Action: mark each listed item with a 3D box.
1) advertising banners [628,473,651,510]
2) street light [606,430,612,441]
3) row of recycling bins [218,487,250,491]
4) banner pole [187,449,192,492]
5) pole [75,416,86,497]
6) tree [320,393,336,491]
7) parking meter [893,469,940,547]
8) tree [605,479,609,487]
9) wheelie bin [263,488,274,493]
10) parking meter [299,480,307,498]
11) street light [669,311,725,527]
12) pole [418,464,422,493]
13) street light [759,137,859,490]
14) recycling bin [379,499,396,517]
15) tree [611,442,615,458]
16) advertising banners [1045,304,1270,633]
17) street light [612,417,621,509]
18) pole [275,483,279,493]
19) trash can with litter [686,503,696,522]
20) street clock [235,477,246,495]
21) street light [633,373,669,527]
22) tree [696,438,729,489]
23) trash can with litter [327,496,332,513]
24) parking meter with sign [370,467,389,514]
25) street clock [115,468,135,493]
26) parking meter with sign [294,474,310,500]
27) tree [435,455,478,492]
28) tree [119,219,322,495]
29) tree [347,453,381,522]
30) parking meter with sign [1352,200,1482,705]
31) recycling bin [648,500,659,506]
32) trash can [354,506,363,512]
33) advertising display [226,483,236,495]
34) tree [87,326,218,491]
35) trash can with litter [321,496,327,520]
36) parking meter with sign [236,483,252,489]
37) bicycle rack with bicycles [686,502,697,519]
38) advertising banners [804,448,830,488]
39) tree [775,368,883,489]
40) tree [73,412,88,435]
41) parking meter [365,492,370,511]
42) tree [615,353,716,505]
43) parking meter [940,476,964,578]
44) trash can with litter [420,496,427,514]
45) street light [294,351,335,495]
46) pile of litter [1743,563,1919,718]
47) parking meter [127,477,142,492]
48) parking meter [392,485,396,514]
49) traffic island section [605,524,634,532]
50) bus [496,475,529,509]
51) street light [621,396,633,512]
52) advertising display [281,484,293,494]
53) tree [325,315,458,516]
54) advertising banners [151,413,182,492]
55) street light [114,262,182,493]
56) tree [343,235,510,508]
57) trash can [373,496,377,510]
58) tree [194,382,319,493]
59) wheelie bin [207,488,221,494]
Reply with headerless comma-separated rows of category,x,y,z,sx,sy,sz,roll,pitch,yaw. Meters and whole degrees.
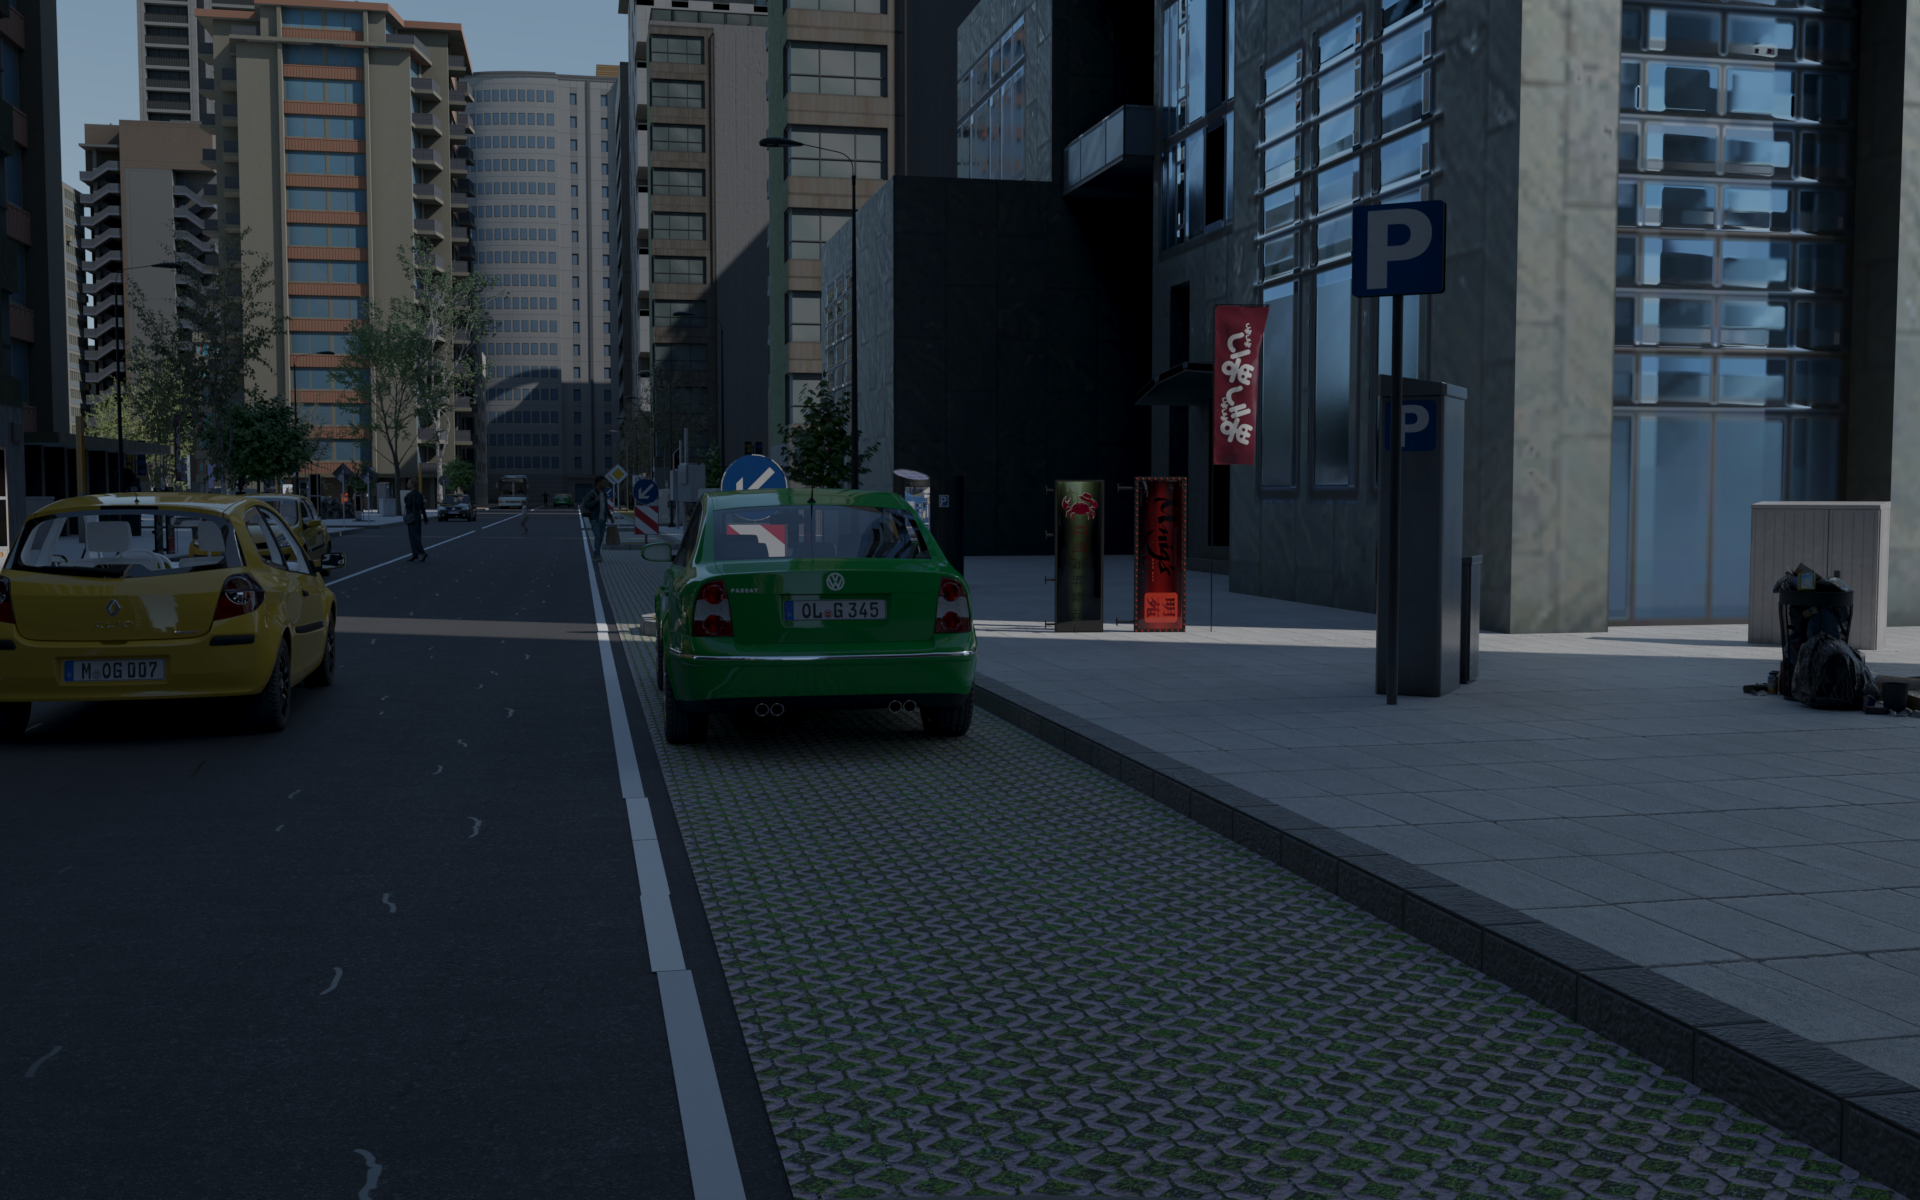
advertising banners,-26.376,-8.963,142.729,2.074,3.025,0.090,0,4,-5
street light,-24.895,-9.419,126.541,1.470,5.913,1.316,-1,4,-12
row of recycling bins,-45.793,-6.245,109.216,1.069,1.692,3.534,1,4,12
banner pole,-43.097,-6.538,96.916,0.401,3.779,0.863,-3,5,-41
pole,-22.997,-3.149,45.336,0.158,3.312,0.155,0,3,0
tree,-44.196,-10.213,117.339,4.360,8.622,3.978,0,3,0
parking meter,-0.486,-0.549,17.384,0.372,1.533,0.369,0,3,0
tree,-45.533,-14.012,223.703,1.663,3.219,1.824,0,3,0
wheelie bin,-38.599,-5.435,96.774,0.693,1.594,0.980,0,4,-1
parking meter,-27.584,-4.100,72.744,0.255,1.863,0.399,-2,4,-29
street light,-6.615,-4.389,44.304,1.470,5.913,1.316,-1,4,-12
pole,-36.639,-7.569,117.598,0.158,3.312,0.155,0,3,0
street light,-1.926,-3.075,22.813,1.470,5.913,1.316,-1,4,-12
recycling bin,-32.538,-5.251,98.401,0.722,1.027,0.722,-2,4,-35
tree,-21.698,-10.417,120.674,4.360,8.622,3.978,0,3,0
advertising banners,1.823,-1.211,15.988,2.074,3.025,0.090,0,4,-4
street light,-20.155,-8.105,105.062,1.470,5.913,1.316,-1,4,-12
pole,-40.046,-6.591,101.612,0.158,3.312,0.155,0,3,0
trash can with litter,-12.044,-4.197,79.679,2.233,1.210,1.678,1,4,15
street clock,-23.996,-3.255,57.787,0.358,2.002,0.471,-3,4,-38
street light,-11.641,-5.745,66.476,1.470,5.913,1.316,-1,4,-12
tree,-8.495,-4.013,60.206,1.663,3.219,1.824,0,3,0
trash can with litter,-47.129,-7.172,128.656,1.055,1.170,0.624,2,4,34
parking meter with sign,-37.513,-7.117,112.621,1.738,3.016,0.543,1,4,11
street clock,-23.151,-2.659,48.052,0.471,2.002,0.358,-2,4,-35
parking meter with sign,-43.128,-7.189,113.797,1.738,3.016,0.543,2,4,32
tree,-41.688,-9.776,143.554,4.285,4.588,4.351,0,3,0
tree,-19.707,-5.825,45.596,4.360,8.622,3.978,0,3,0
tree,-27.859,-5.284,80.990,1.663,3.219,1.824,0,3,0
parking meter with sign,3.014,-0.914,11.206,0.543,3.016,1.738,2,4,27
recycling bin,-13.533,-3.985,77.716,0.722,1.027,0.722,1,4,21
trash can,-41.960,-6.682,120.896,0.748,1.137,0.748,0,3,0
advertising display,-40.867,-5.613,96.992,0.974,1.923,0.123,3,4,36
tree,-35.256,-7.739,76.898,4.737,8.622,4.395,0,3,0
trash can with litter,-35.533,-5.131,95.280,1.055,1.170,0.624,-1,4,-17
parking meter with sign,-56.806,-8.597,136.826,1.738,3.016,0.543,-3,4,-36
bicycle rack with bicycles,-14.227,-4.609,88.732,2.852,0.926,2.925,1,4,10
advertising banners,-3.500,-2.687,40.124,0.090,3.025,2.074,-2,4,-35
tree,-1.987,-1.966,26.740,1.663,3.219,1.824,0,3,0
tree,-60.786,-10.531,122.551,4.737,8.622,4.395,0,3,0
parking meter,-45.934,-7.695,134.224,0.372,1.533,0.369,0,3,0
tree,-15.241,-8.622,91.331,4.360,8.622,3.978,0,3,0
parking meter,-0.131,-0.944,23.844,0.372,1.533,0.369,0,3,0
trash can with litter,-33.966,-5.931,108.357,1.055,1.170,0.624,-2,4,-34
street light,-20.981,-5.119,56.243,1.470,5.913,1.316,-1,4,-12
pile of litter,5.551,0.195,10.779,1.176,0.858,1.719,1,4,18
parking meter,-25.183,-2.884,52.864,0.399,1.863,0.255,-2,4,-25
parking meter,-35.334,-6.268,108.192,0.255,1.863,0.399,-2,4,-24
traffic island section,-13.122,-2.724,66.822,2.009,0.180,2.903,-1,4,-12
bus,-42.583,-10.428,165.362,2.948,3.499,13.247,-1,4,-13
street light,-15.214,-6.726,82.506,1.470,5.913,1.316,-1,4,-12
advertising display,-42.333,-6.347,108.982,0.123,1.923,0.974,1,4,17
tree,-33.087,-10.743,101.407,9.928,11.665,9.643,0,3,0
advertising banners,-16.917,-2.497,37.008,0.090,3.025,2.074,0,4,-7
street light,-16.284,-3.805,34.755,1.470,5.913,1.316,-1,4,-12
tree,-40.294,-16.729,129.413,12.611,20.169,13.585,0,3,0
trash can,-48.180,-8.041,143.130,0.748,1.137,0.748,0,3,0
tree,-20.680,-4.115,50.997,4.285,4.588,4.351,0,3,0
wheelie bin,-61.020,-8.157,141.271,0.980,1.594,0.693,2,4,35
